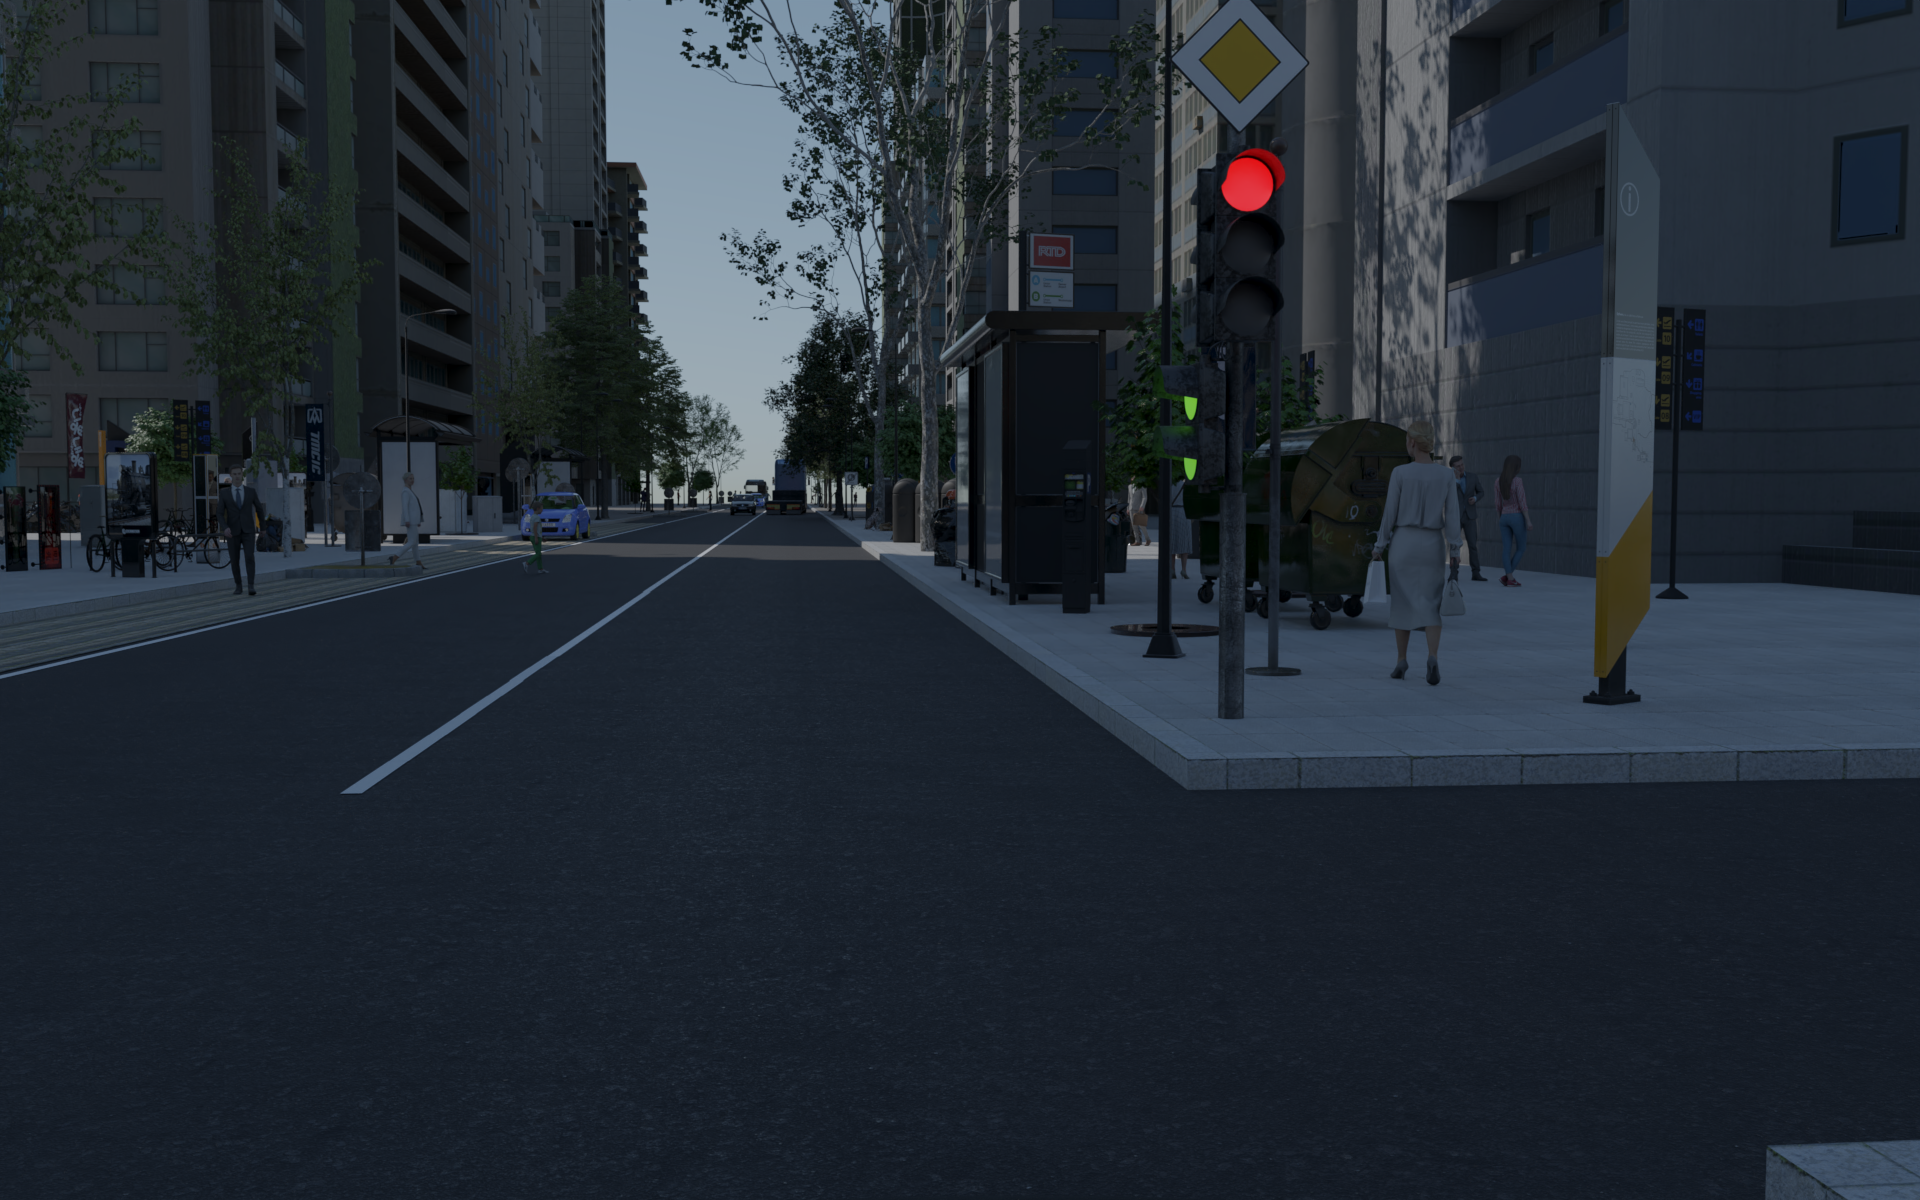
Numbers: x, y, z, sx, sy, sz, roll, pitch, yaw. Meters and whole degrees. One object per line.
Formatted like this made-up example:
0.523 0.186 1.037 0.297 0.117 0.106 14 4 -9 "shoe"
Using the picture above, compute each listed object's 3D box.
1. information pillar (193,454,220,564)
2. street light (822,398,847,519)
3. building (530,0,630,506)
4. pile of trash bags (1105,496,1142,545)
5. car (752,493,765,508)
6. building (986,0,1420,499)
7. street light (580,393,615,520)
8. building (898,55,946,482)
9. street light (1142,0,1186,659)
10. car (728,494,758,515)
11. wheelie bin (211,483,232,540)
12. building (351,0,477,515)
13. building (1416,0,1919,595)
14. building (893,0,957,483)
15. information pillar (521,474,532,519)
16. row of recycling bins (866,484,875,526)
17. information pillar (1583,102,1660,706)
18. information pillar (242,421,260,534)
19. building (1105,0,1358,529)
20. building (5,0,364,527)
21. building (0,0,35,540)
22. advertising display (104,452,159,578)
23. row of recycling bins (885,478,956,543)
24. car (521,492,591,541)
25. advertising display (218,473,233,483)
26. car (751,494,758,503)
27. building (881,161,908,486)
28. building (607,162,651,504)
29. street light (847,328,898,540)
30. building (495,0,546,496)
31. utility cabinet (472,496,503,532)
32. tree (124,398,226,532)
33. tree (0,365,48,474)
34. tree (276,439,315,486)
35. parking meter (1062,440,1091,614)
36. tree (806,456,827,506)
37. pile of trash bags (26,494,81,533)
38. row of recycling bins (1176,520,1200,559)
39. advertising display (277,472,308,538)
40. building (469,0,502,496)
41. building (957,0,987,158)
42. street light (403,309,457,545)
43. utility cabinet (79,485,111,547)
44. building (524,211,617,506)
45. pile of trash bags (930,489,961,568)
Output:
-13.884 -1.678 31.927 0.304 2.012 0.304 1 4 18 "information pillar"
-5.795 -6.819 84.038 1.470 5.913 1.316 0 4 -6 "street light"
-48.668 -46.393 196.780 20.563 71.187 20.611 0 4 -6 "building"
4.195 -2.110 44.246 3.447 1.369 1.912 0 4 0 "pile of trash bags"
-21.473 -10.563 182.294 1.945 1.707 3.694 0 4 -5 "car"
12.110 -34.360 103.782 21.231 58.520 28.212 0 4 -6 "building"
-16.813 -6.541 79.484 1.470 5.913 1.316 0 4 -6 "street light"
4.688 -35.096 193.434 23.786 49.044 30.456 0 4 -6 "building"
1.070 -2.501 13.430 1.470 5.913 1.316 0 4 -6 "street light"
-14.790 -6.625 118.112 2.009 1.686 4.222 0 4 -6 "car"
-20.571 -2.487 48.569 0.693 1.594 0.980 3 5 40 "wheelie bin"
-38.795 -28.641 91.976 21.300 48.544 21.600 0 4 -6 "building"
23.353 -29.774 28.806 28.212 58.520 21.231 0 4 -6 "building"
-0.320 -48.562 232.234 20.563 71.187 20.611 0 4 -6 "building"
-16.072 -3.652 64.198 0.304 2.012 0.304 -2 4 -34 "information pillar"
-3.149 -3.835 69.807 1.069 1.692 3.534 -1 4 -10 "row of recycling bins"
4.081 -1.178 10.610 0.504 3.616 0.183 -3 4 -37 "information pillar"
-22.790 -3.934 55.678 0.504 3.616 0.183 -3 4 -36 "information pillar"
21.252 -23.153 70.431 32.217 40.220 23.993 0 4 -6 "building"
-33.951 -23.739 71.727 14.154 41.232 14.086 0 4 -6 "building"
-34.833 -25.334 33.823 23.786 49.044 30.456 0 4 -6 "building"
-12.709 -1.307 26.577 0.974 1.923 0.123 1 4 22 "advertising display"
-0.334 -2.319 45.033 3.534 1.692 1.069 3 4 38 "row of recycling bins"
-12.584 -2.714 53.964 1.945 1.707 3.694 0 4 -4 "car"
-22.119 -2.888 52.433 0.123 1.923 0.974 1 4 20 "advertising display"
-18.472 -8.543 149.467 2.009 1.686 4.222 0 4 -7 "car"
-2.806 -32.533 215.508 14.154 41.232 14.086 0 4 -6 "building"
-51.651 -34.708 222.106 22.147 44.769 28.867 0 4 -6 "building"
-2.332 -4.647 48.520 1.470 5.913 1.316 0 4 -6 "street light"
-46.566 -33.105 130.505 28.713 52.752 27.495 0 4 -6 "building"
-15.892 -2.882 58.275 0.306 1.237 1.020 3 4 38 "utility cabinet"
-26.804 -4.608 59.062 4.285 4.588 4.351 0 3 0 "tree"
-19.721 -3.072 33.943 4.285 4.588 4.351 0 3 0 "tree"
-23.405 -4.052 60.857 1.663 3.219 1.824 0 3 0 "tree"
1.258 -0.792 18.657 0.255 1.863 0.399 1 4 14 "parking meter"
-16.065 -14.858 193.283 4.737 8.622 4.395 0 3 0 "tree"
-30.065 -2.967 58.264 1.912 1.369 3.447 0 4 -2 "pile of trash bags"
5.976 -1.709 35.051 3.534 1.692 1.069 -2 4 -28 "row of recycling bins"
-19.309 -2.739 49.994 0.123 1.923 0.974 3 5 42 "advertising display"
-37.659 -28.136 110.136 14.600 45.320 14.200 0 4 -6 "building"
6.599 -26.996 124.983 14.154 41.232 14.086 0 4 -6 "building"
-13.359 -4.350 43.656 1.470 5.913 1.316 0 4 -6 "street light"
-20.860 -2.027 41.826 1.173 1.500 0.318 3 5 40 "utility cabinet"
-43.848 -25.023 180.833 14.160 30.474 14.107 0 4 -6 "building"
0.361 -1.314 31.235 1.912 1.369 3.447 -1 4 -19 "pile of trash bags"
